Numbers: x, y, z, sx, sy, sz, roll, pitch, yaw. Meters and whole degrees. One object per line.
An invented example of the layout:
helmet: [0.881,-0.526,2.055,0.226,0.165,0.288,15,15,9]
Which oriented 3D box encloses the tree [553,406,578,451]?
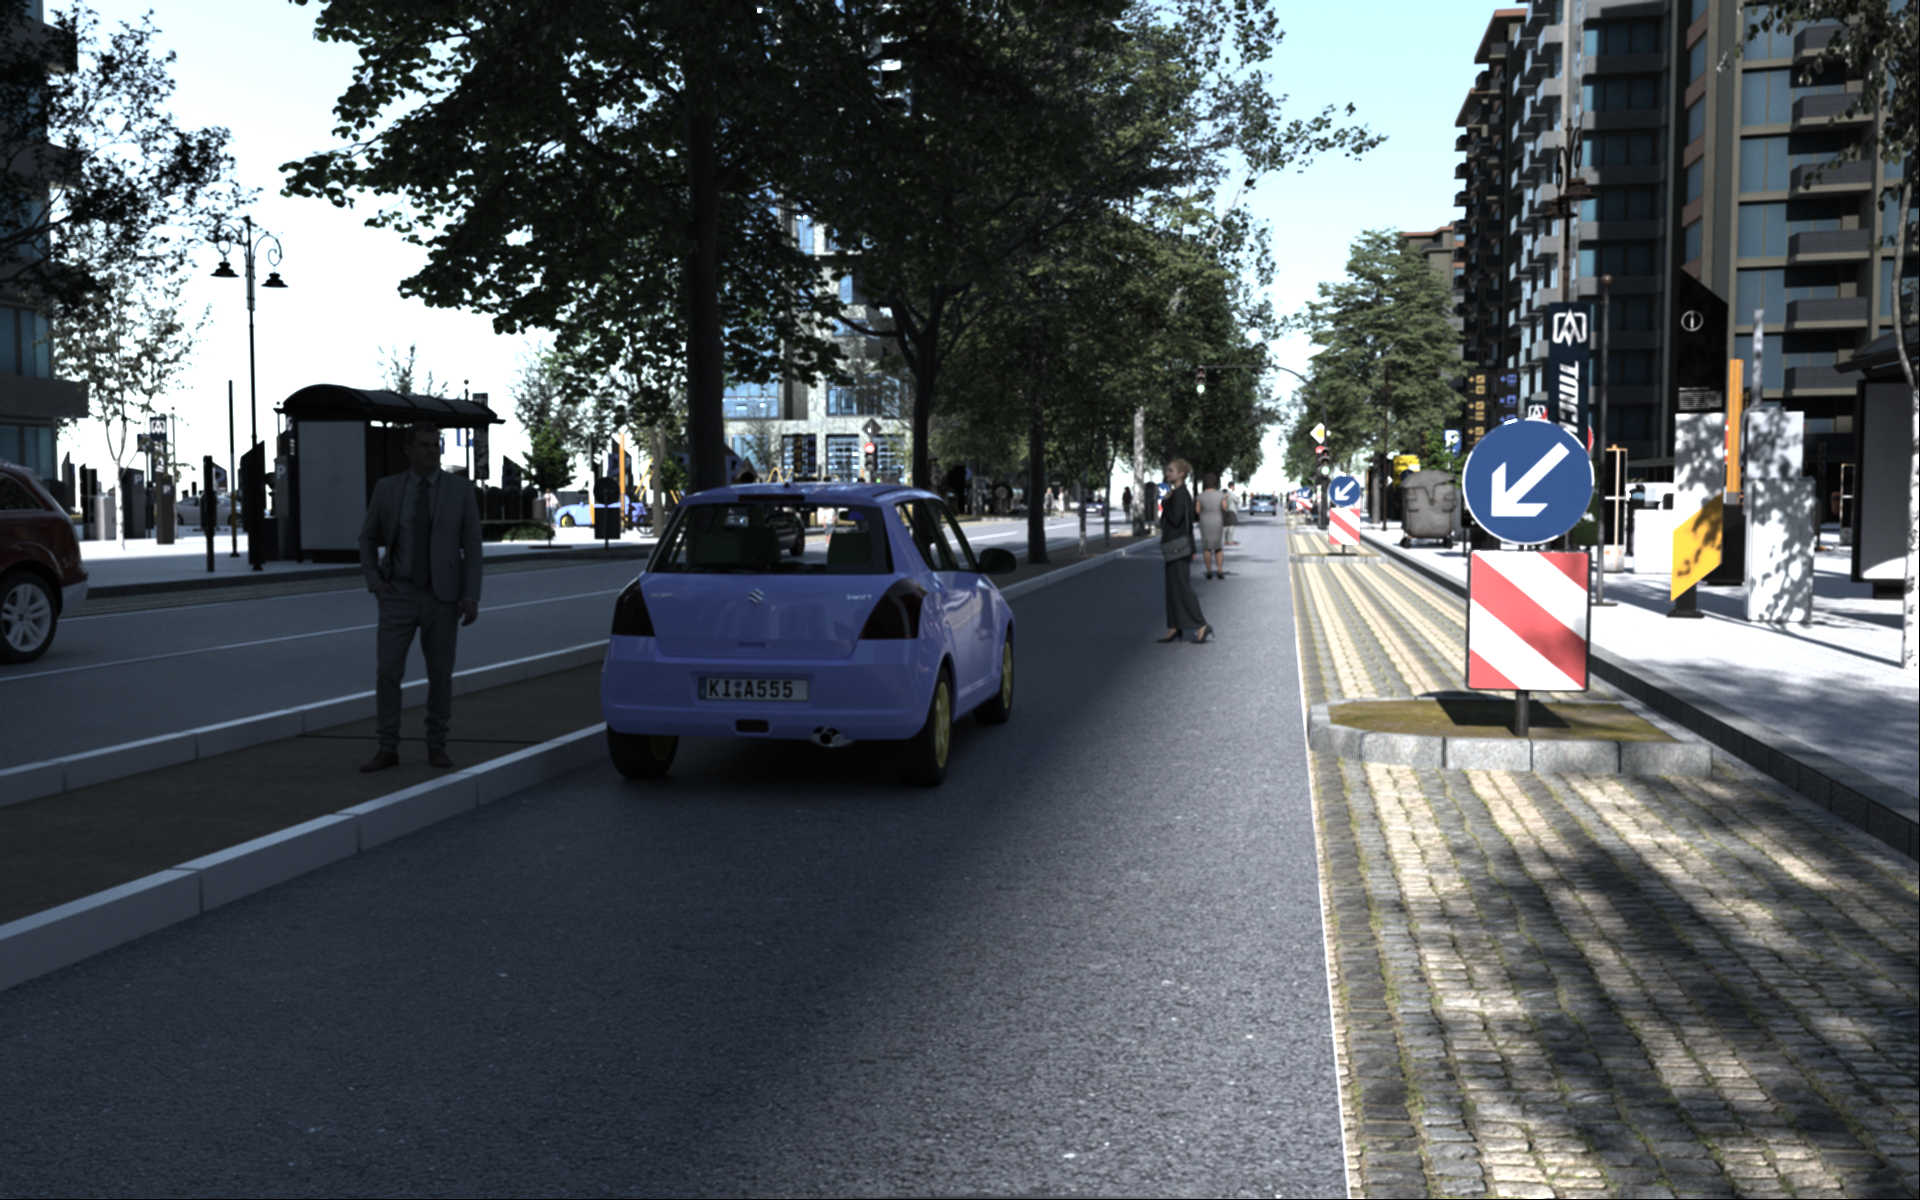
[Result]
tree: [-20.799,-9.095,99.061,4.737,8.622,4.395,0,3,0]

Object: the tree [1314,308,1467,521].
tree: [20.489,-9.057,82.496,7.601,10.594,8.767,0,3,0]

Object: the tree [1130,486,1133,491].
tree: [21.238,-12.988,206.954,1.663,3.219,1.824,0,3,0]

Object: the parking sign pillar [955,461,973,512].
parking sign pillar: [0.262,-8.166,121.994,1.447,3.967,1.447,-2,4,-29]

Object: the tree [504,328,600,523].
tree: [-18.392,-7.783,77.620,4.360,8.622,3.978,0,3,0]

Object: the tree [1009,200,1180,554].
tree: [2.904,-5.383,40.830,4.737,8.622,4.395,0,3,0]

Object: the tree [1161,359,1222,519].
tree: [10.641,-7.911,82.168,4.360,8.622,3.978,0,3,0]

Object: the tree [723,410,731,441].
tree: [-15.486,-9.090,98.984,4.737,8.622,4.395,0,3,0]

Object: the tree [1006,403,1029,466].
tree: [8.429,-13.539,138.362,9.611,12.733,9.660,0,3,0]

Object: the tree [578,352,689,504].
tree: [-15.984,-8.413,87.912,4.737,8.622,4.395,0,3,0]

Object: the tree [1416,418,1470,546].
tree: [11.891,-2.977,43.269,1.663,3.219,1.824,0,3,0]

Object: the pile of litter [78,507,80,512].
pile of litter: [-61.017,-6.572,121.416,1.176,0.858,1.719,2,4,35]

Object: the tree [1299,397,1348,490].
tree: [26.803,-10.749,126.103,4.360,8.622,3.978,0,3,0]

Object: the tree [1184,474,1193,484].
tree: [39.384,-22.474,301.858,7.601,10.594,8.767,0,4,-8]

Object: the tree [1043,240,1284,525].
tree: [9.040,-9.522,75.147,9.611,12.733,9.660,0,3,0]

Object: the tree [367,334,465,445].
tree: [-25.269,-7.932,80.049,4.737,8.622,4.395,0,3,0]

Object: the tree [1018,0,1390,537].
tree: [7.024,-12.110,56.351,12.611,20.169,13.585,0,3,0]

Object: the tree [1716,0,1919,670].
tree: [7.217,-3.792,12.357,4.360,8.622,3.978,0,3,0]

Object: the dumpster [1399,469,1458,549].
dumpster: [11.078,-2.154,40.980,1.264,1.857,1.865,1,4,11]

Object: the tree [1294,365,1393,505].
tree: [29.570,-12.654,132.646,9.928,11.665,9.643,0,3,0]

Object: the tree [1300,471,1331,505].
tree: [54.304,-17.454,269.078,4.285,4.588,4.351,0,3,0]

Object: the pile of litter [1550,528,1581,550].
pile of litter: [10.085,-0.970,29.823,1.719,0.858,1.176,-3,4,-38]

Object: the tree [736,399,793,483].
tree: [-15.274,-11.304,135.176,4.360,8.622,3.978,0,3,0]

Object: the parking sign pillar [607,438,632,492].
parking sign pillar: [-16.309,-5.783,83.027,1.447,3.967,1.447,3,4,37]

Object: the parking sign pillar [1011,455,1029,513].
parking sign pillar: [4.251,-8.051,120.101,1.447,3.967,1.447,3,4,37]

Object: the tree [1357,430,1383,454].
tree: [32.086,-14.808,152.480,12.009,13.543,11.850,0,3,0]

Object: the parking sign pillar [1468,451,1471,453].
parking sign pillar: [31.339,-7.157,105.491,1.447,3.967,1.447,3,4,37]

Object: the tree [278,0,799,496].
tree: [-2.196,-5.745,14.516,7.486,12.596,7.792,0,3,0]

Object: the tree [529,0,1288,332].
tree: [-0.571,-6.862,25.023,12.009,13.543,11.850,0,3,0]

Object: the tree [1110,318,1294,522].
tree: [12.192,-9.883,89.798,9.928,11.665,9.643,0,3,0]

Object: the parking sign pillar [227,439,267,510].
parking sign pillar: [-34.807,-5.911,85.113,1.447,3.967,1.447,2,4,34]

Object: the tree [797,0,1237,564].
tree: [1.604,-6.976,34.646,7.486,12.596,7.792,0,3,0]

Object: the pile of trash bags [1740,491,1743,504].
pile of trash bags: [21.648,-2.489,50.444,3.447,1.369,1.912,-2,4,-25]

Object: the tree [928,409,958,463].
tree: [-1.494,-11.740,142.318,4.360,8.622,3.978,0,3,0]

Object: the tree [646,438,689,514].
tree: [-9.904,-3.912,58.562,1.663,3.219,1.824,0,3,0]

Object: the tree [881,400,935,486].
tree: [-3.609,-11.071,131.372,4.737,8.622,4.395,0,3,0]

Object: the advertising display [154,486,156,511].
advertising display: [-62.258,-7.855,133.634,0.123,1.923,0.974,0,4,8]

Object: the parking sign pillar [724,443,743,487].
parking sign pillar: [-11.484,-6.054,87.451,1.447,3.967,1.447,3,5,41]

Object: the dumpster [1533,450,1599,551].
dumpster: [11.409,-1.829,32.402,1.502,2.255,1.985,1,4,10]

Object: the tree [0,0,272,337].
tree: [-13.504,-5.390,22.541,8.767,10.594,7.601,-2,4,-33]

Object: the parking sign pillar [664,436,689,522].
parking sign pillar: [-12.894,-5.569,79.532,1.447,3.967,1.447,-3,5,-39]

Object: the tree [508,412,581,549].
tree: [-9.841,-2.832,40.901,1.663,3.219,1.824,0,3,0]

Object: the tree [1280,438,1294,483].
tree: [57.336,-22.707,289.393,7.486,12.596,7.792,0,3,0]

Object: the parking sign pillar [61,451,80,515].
parking sign pillar: [-55.667,-7.319,108.143,1.447,3.967,1.447,-3,5,-45]

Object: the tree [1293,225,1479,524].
tree: [18.163,-9.509,73.594,7.486,12.596,7.792,0,3,0]

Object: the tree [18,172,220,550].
tree: [-19.054,-5.431,39.161,4.360,8.622,3.978,0,3,0]

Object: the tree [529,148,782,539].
tree: [-8.830,-7.621,50.362,9.928,11.665,9.643,0,3,0]

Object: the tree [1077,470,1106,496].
tree: [12.131,-10.703,158.705,4.285,4.588,4.351,0,3,0]

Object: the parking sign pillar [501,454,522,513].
parking sign pillar: [-30.247,-7.851,116.839,1.447,3.967,1.447,1,4,11]

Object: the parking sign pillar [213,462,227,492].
parking sign pillar: [-56.616,-8.793,132.244,1.447,3.967,1.447,-2,4,-29]

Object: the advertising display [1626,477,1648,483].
advertising display: [26.033,-3.771,66.877,0.974,1.923,0.123,2,4,25]

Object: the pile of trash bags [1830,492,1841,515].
pile of trash bags: [50.777,-5.553,100.547,1.912,1.369,3.447,-2,4,-26]
